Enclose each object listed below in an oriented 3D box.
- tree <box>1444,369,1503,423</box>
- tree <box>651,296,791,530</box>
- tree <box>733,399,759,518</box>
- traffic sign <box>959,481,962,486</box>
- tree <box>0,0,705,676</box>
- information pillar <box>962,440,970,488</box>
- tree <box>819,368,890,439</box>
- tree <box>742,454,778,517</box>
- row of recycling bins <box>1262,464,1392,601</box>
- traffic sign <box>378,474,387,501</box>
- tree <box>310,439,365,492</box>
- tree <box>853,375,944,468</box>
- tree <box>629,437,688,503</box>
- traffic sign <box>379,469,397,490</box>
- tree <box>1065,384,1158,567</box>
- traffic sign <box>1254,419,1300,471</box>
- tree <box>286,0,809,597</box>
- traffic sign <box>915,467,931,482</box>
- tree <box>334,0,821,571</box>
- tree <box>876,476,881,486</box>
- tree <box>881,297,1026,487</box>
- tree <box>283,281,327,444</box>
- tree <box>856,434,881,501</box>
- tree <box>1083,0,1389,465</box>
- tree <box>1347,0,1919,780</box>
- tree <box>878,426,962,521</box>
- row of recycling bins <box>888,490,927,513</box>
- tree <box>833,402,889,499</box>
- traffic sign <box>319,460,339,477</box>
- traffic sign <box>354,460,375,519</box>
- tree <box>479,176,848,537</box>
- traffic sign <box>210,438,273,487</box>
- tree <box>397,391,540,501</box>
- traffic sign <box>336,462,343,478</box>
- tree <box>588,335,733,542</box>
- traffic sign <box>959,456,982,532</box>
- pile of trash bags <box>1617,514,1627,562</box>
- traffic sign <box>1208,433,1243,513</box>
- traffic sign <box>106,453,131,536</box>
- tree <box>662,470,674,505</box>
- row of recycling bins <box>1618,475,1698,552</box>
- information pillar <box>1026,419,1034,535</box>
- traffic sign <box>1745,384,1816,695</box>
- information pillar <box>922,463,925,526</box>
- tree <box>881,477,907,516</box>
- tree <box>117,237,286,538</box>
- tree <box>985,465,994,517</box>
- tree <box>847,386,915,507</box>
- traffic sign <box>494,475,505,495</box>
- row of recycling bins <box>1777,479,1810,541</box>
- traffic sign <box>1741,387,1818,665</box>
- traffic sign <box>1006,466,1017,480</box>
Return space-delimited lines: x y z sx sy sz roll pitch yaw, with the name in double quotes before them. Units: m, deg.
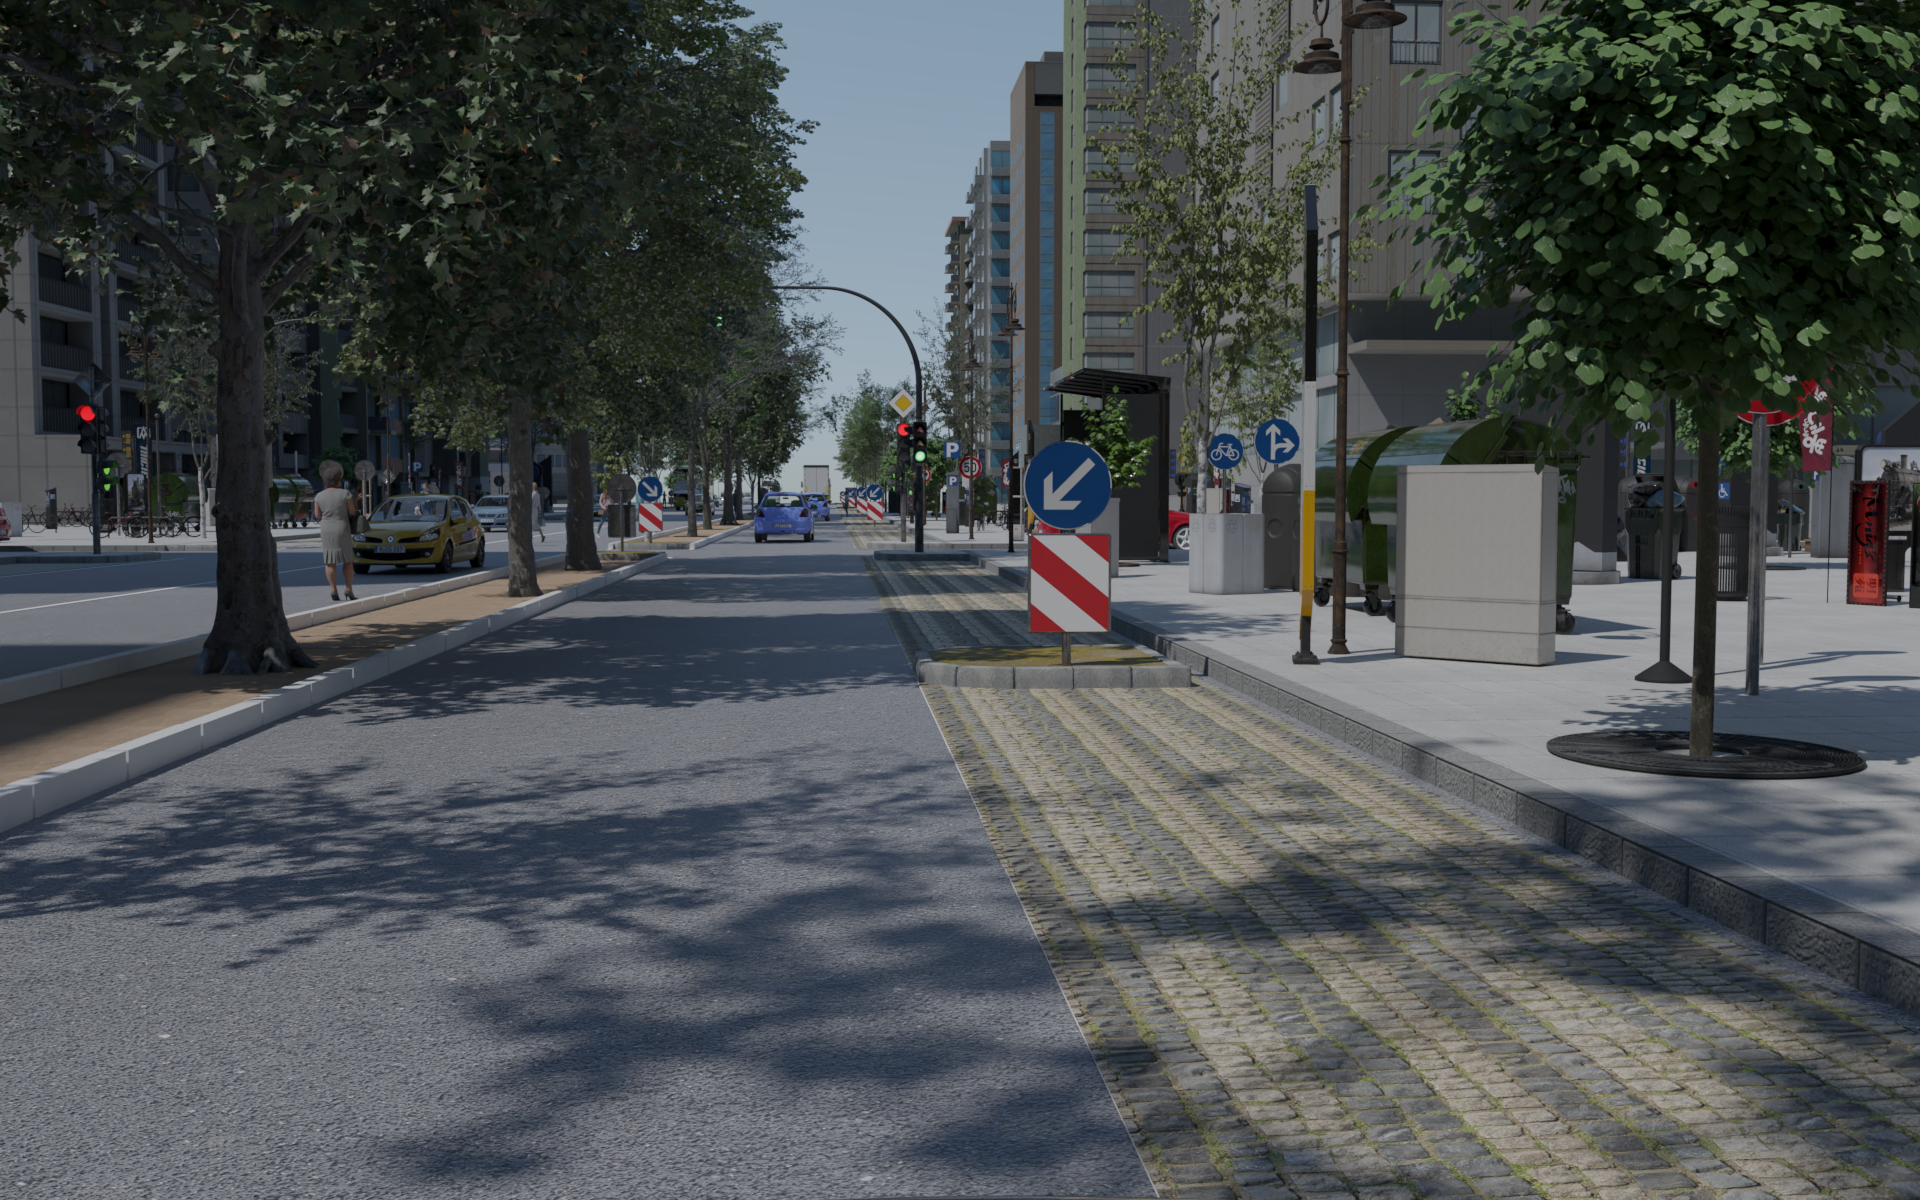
"tree" 7.874 -1.991 27.149 1.663 3.219 1.824 0 3 0
"tree" -10.213 -8.609 68.964 9.928 11.665 9.643 0 3 0
"tree" -11.625 -8.188 86.695 4.737 8.622 4.395 0 3 0
"traffic sign" 0.133 -6.893 112.703 0.884 2.594 0.081 0 4 4
"tree" -5.767 -5.756 13.583 9.611 12.733 9.660 0 3 0
"information pillar" 0.302 -4.885 71.221 0.504 3.616 0.183 2 4 29
"tree" -15.428 -24.942 263.687 12.611 20.169 13.585 0 3 0
"tree" -12.829 -9.423 106.887 4.360 8.622 3.978 0 3 0
"row of recycling bins" 4.983 -0.925 22.243 1.069 1.692 3.534 -1 4 -21
"traffic sign" -29.133 -5.225 87.563 0.606 2.300 0.079 0 4 4
"tree" -36.666 -7.271 102.590 4.285 4.588 4.351 0 3 0
"tree" -4.903 -12.272 135.054 7.601 10.594 8.767 1 4 15
"tree" -31.253 -15.012 179.864 8.767 10.594 7.601 -1 4 -14
"traffic sign" -25.365 -4.625 76.808 0.795 2.450 0.064 0 4 0
"tree" 2.776 -2.201 30.592 1.663 3.219 1.824 0 3 0
"traffic sign" 5.371 -1.794 29.431 0.768 2.556 0.104 0 4 5
"tree" -5.945 -6.283 23.320 7.486 12.596 7.792 0 3 0
"traffic sign" -1.713 -4.893 80.099 0.768 2.556 0.104 0 4 -1
"tree" -7.061 -7.514 31.973 9.857 13.997 8.962 0 3 0
"tree" -6.757 -9.884 156.199 1.663 3.219 1.824 0 3 0
"tree" 0.017 -6.984 64.544 4.360 8.622 3.978 0 3 0
"tree" -22.586 -6.446 55.752 4.360 8.622 3.978 0 3 0
"tree" -8.432 -13.836 176.574 4.360 8.622 3.978 0 3 0
"tree" 3.638 -4.527 24.386 4.737 8.622 4.395 0 3 0
"tree" 3.564 -1.509 8.394 4.285 4.588 4.351 0 3 0
"tree" -1.167 -6.090 83.291 4.285 4.588 4.351 0 3 0
"row of recycling bins" -3.529 -6.657 115.953 1.069 1.692 3.534 -3 5 -44
"tree" -12.277 -18.086 213.840 7.486 12.596 7.792 0 3 0
"traffic sign" -23.451 -3.932 64.390 0.768 2.556 0.104 0 4 1
"traffic sign" -22.412 -3.983 65.220 0.768 2.556 0.104 0 4 -1
"tree" -8.934 -8.833 57.245 12.009 13.543 11.850 0 3 0
"traffic sign" -25.818 -4.181 62.229 2.265 3.308 0.079 0 4 3
"tree" -24.153 -9.230 85.324 7.601 10.594 8.767 0 4 -6
"traffic sign" -24.561 -4.147 67.909 0.768 2.556 0.104 0 4 0
"tree" -8.811 -5.848 48.438 4.737 8.622 4.395 0 3 0
"traffic sign" 0.340 -3.536 57.913 0.768 2.556 0.104 0 4 0
"pile of trash bags" 12.394 -1.505 34.366 1.912 1.369 3.447 2 4 25
"traffic sign" 5.540 -2.214 36.306 0.768 2.556 0.104 0 4 -1
"traffic sign" -25.879 -3.250 53.244 0.768 2.556 0.104 0 4 -3
"tree" -33.905 -13.695 207.624 4.285 4.588 4.351 0 3 0
"row of recycling bins" 15.774 -1.918 38.475 3.534 1.692 1.069 -3 4 -37
"information pillar" 2.213 -3.826 53.918 0.183 3.616 0.504 -1 4 -11
"traffic sign" 5.063 -0.666 10.993 0.768 2.556 0.104 0 4 4
"information pillar" -1.597 -4.825 70.235 0.183 3.616 0.504 2 4 24
"tree" -3.354 -6.514 101.111 1.663 3.219 1.824 0 3 0
"tree" -21.828 -6.075 49.681 4.360 8.622 3.978 0 3 0
"tree" 1.183 -6.286 97.377 1.663 3.219 1.824 0 3 0
"tree" -7.291 -14.706 166.200 9.928 11.665 9.643 0 3 0
"traffic sign" -31.372 -7.206 117.928 0.768 2.556 0.104 0 4 1
"row of recycling bins" 21.660 -2.512 48.176 3.534 1.692 1.069 1 4 16
"traffic sign" 5.987 -0.784 12.924 0.768 2.556 0.104 0 4 1
"traffic sign" 2.477 -4.807 78.702 0.768 2.556 0.104 0 4 4
